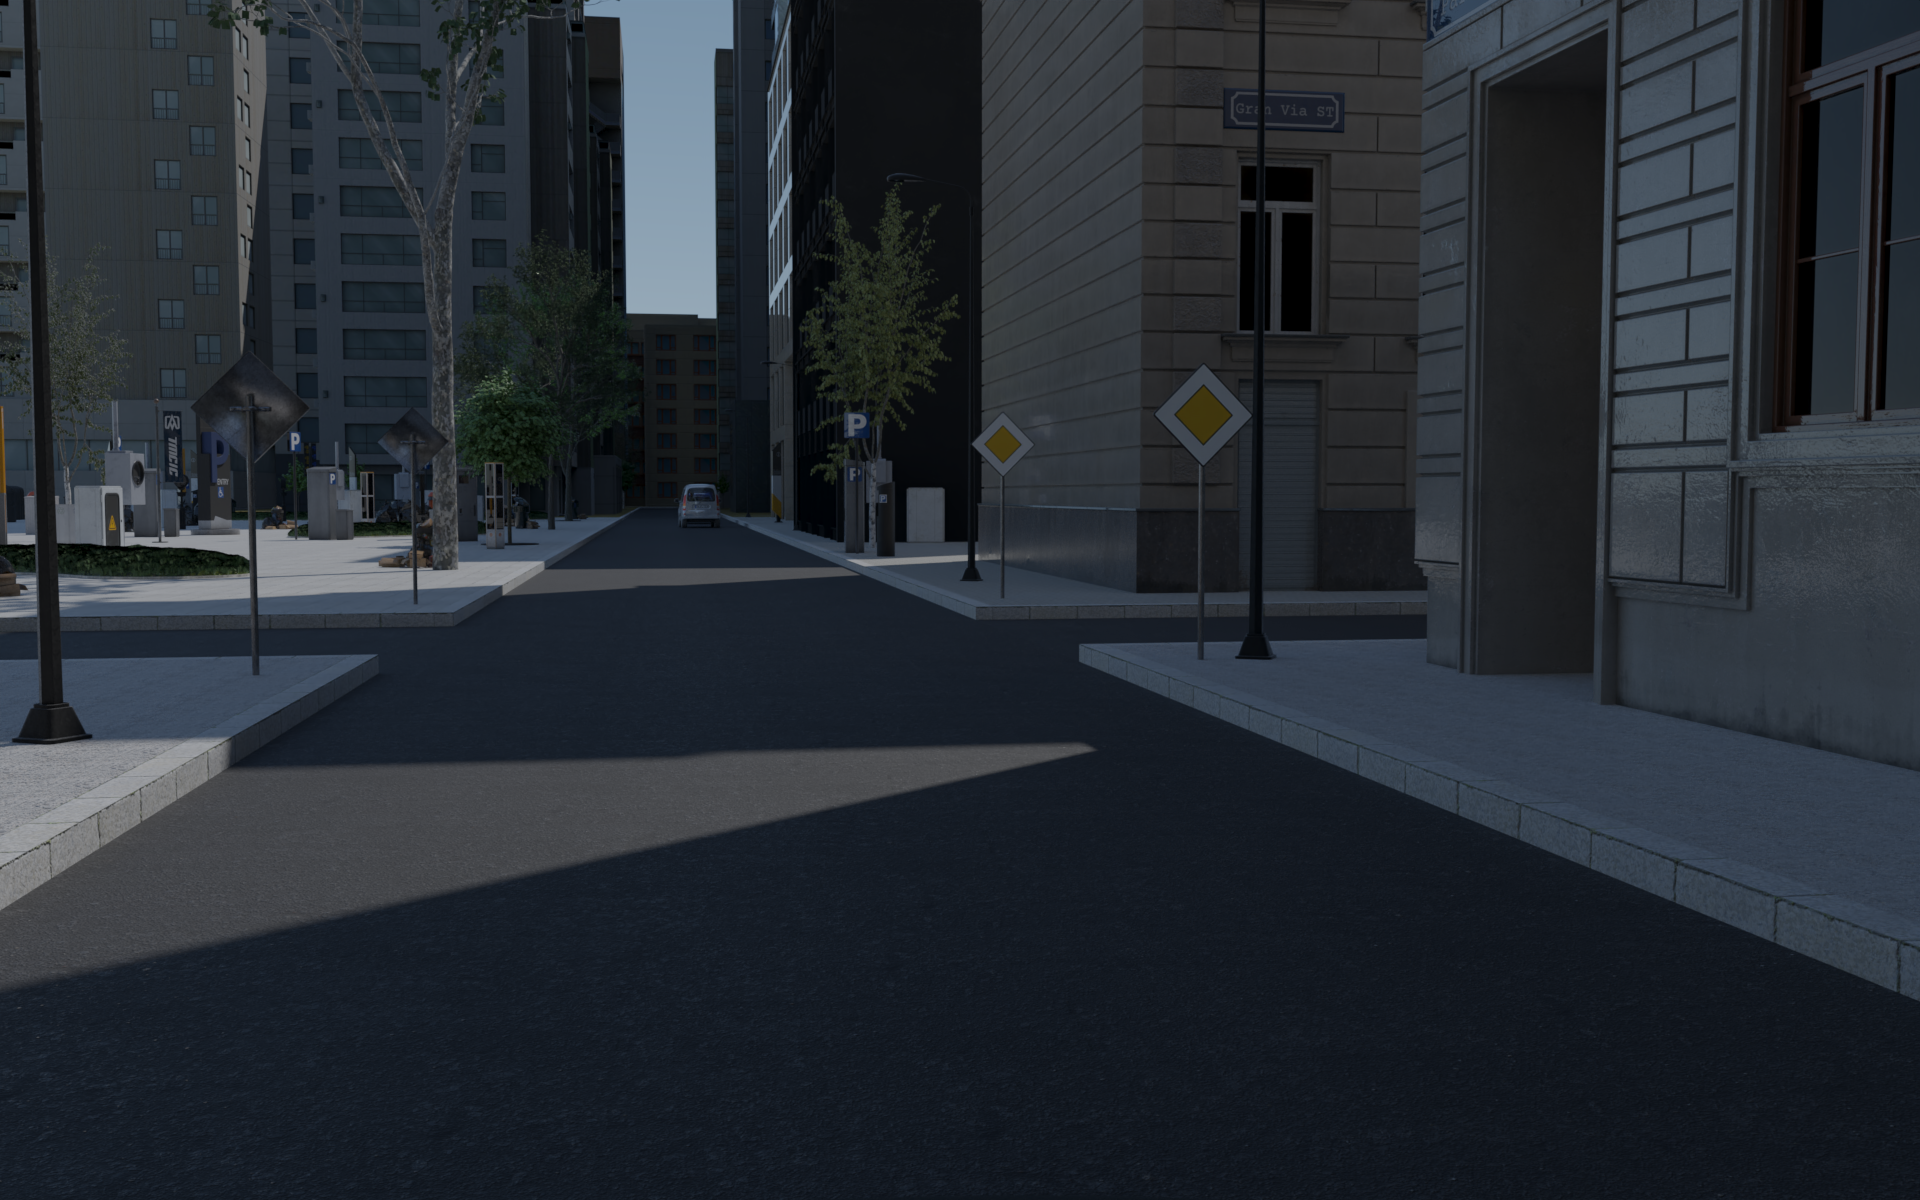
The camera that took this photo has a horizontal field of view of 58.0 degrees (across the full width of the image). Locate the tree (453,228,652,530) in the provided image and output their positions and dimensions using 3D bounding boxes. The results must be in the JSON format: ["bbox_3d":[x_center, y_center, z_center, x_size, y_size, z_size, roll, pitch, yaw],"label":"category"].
[{"bbox_3d":[-14.853,-7.793,61.836,8.767,10.594,7.601,1,4,16],"label":"tree"}]

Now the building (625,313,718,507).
[{"bbox_3d":[-39.895,-21.051,189.219,28.899,21.520,27.650,-1,4,-10],"label":"building"}]

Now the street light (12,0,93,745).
[{"bbox_3d":[-4.197,-2.226,8.934,1.470,5.913,1.316,-1,4,-10],"label":"street light"}]

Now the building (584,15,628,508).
[{"bbox_3d":[-38.248,-31.196,160.159,14.200,45.320,14.600,-1,4,-10],"label":"building"}]

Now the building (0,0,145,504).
[{"bbox_3d":[-71.867,-34.119,147.080,27.495,52.752,28.713,-1,4,-10],"label":"building"}]

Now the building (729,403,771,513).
[{"bbox_3d":[-3.510,-48.949,112.989,22.319,86.520,31.000,-1,4,-10],"label":"building"}]

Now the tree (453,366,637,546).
[{"bbox_3d":[-11.306,-3.666,43.653,4.285,4.588,4.351,0,3,0],"label":"tree"}]

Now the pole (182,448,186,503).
[{"bbox_3d":[-34.699,-5.113,77.435,0.158,3.312,0.155,0,3,0],"label":"pole"}]

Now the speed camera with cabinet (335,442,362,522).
[{"bbox_3d":[-23.630,-4.403,66.332,0.660,3.252,2.038,1,4,11],"label":"speed camera with cabinet"}]

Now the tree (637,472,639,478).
[{"bbox_3d":[-28.617,-9.893,145.471,4.285,4.588,4.351,0,3,0],"label":"tree"}]

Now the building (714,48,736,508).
[{"bbox_3d":[-16.061,-29.374,163.862,14.154,41.232,14.086,-1,4,-10],"label":"building"}]

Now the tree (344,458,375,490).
[{"bbox_3d":[-31.807,-5.935,91.644,1.663,3.219,1.824,0,3,0],"label":"tree"}]

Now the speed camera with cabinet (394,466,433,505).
[{"bbox_3d":[-23.400,-4.935,75.020,2.038,3.252,0.660,-2,4,-27],"label":"speed camera with cabinet"}]

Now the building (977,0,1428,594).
[{"bbox_3d":[13.273,-14.178,29.079,25.104,27.353,12.463,-1,4,-10],"label":"building"}]

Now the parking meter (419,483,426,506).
[{"bbox_3d":[-27.721,-5.117,89.382,0.399,1.863,0.255,-2,4,-24],"label":"parking meter"}]

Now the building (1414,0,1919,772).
[{"bbox_3d":[10.063,-10.249,3.731,11.583,22.565,21.152,-1,4,-10],"label":"building"}]

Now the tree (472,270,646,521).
[{"bbox_3d":[-18.574,-9.512,81.271,9.928,11.665,9.643,0,3,0],"label":"tree"}]

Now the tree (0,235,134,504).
[{"bbox_3d":[-24.573,-5.936,47.409,4.360,8.622,3.978,0,3,0],"label":"tree"}]

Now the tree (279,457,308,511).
[{"bbox_3d":[-34.298,-5.797,89.375,1.663,3.219,1.824,0,3,0],"label":"tree"}]

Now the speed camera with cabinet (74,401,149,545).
[{"bbox_3d":[-17.830,-2.570,36.351,0.660,3.252,2.038,0,4,-1],"label":"speed camera with cabinet"}]

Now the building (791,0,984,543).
[{"bbox_3d":[1.489,-13.717,53.954,12.332,23.373,15.834,-1,4,-10],"label":"building"}]

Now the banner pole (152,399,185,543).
[{"bbox_3d":[-20.928,-3.407,45.728,0.863,3.779,0.401,-3,5,-41],"label":"banner pole"}]

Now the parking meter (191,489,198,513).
[{"bbox_3d":[-39.067,-4.896,88.466,0.372,1.533,0.369,0,3,0],"label":"parking meter"}]

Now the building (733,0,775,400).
[{"bbox_3d":[-8.132,-36.775,143.269,21.231,58.520,28.212,-1,4,-10],"label":"building"}]

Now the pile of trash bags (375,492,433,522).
[{"bbox_3d":[-21.749,-3.630,69.102,1.912,1.369,3.447,1,4,15],"label":"pile of trash bags"}]

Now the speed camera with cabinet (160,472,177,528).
[{"bbox_3d":[-30.644,-4.402,66.304,0.660,3.252,2.038,-3,5,-44],"label":"speed camera with cabinet"}]

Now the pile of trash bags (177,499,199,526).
[{"bbox_3d":[-30.949,-3.695,70.161,3.447,1.369,1.912,2,4,30],"label":"pile of trash bags"}]

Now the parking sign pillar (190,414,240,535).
[{"bbox_3d":[-23.482,-4.039,54.511,1.447,3.967,1.447,0,4,5],"label":"parking sign pillar"}]

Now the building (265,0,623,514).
[{"bbox_3d":[-33.479,-41.428,115.607,20.563,71.187,20.611,-1,4,-10],"label":"building"}]

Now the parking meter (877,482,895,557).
[{"bbox_3d":[-1.525,-1.663,35.602,0.372,1.533,0.369,0,3,0],"label":"parking meter"}]

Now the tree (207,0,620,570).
[{"bbox_3d":[-10.079,-10.608,29.327,12.611,20.169,13.585,0,3,0],"label":"tree"}]

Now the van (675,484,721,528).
[{"bbox_3d":[-11.282,-4.146,74.806,2.013,2.044,4.112,-1,4,-12],"label":"van"}]

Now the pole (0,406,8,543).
[{"bbox_3d":[-22.292,-2.839,40.254,0.158,3.312,0.155,0,3,0],"label":"pole"}]

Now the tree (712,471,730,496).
[{"bbox_3d":[-20.153,-9.277,146.288,1.663,3.219,1.824,0,3,0],"label":"tree"}]

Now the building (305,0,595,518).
[{"bbox_3d":[-28.686,-20.066,99.788,14.160,30.474,14.107,-1,4,-10],"label":"building"}]

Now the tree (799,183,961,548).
[{"bbox_3d":[-2.075,-5.575,41.507,4.737,8.622,4.395,0,3,0],"label":"tree"}]

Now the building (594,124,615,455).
[{"bbox_3d":[-34.218,-22.177,134.300,14.160,30.474,14.107,-1,4,-10],"label":"building"}]

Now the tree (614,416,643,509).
[{"bbox_3d":[-29.688,-12.367,152.561,4.360,8.622,3.978,0,3,0],"label":"tree"}]

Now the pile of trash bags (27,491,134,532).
[{"bbox_3d":[-29.590,-2.977,58.429,3.447,1.369,1.912,-1,4,-17],"label":"pile of trash bags"}]

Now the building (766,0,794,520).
[{"bbox_3d":[1.849,-16.841,79.867,19.350,26.468,34.151,-1,4,-10],"label":"building"}]

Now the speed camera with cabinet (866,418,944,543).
[{"bbox_3d":[-1.435,-3.133,45.558,2.038,3.252,0.660,0,4,-1],"label":"speed camera with cabinet"}]
